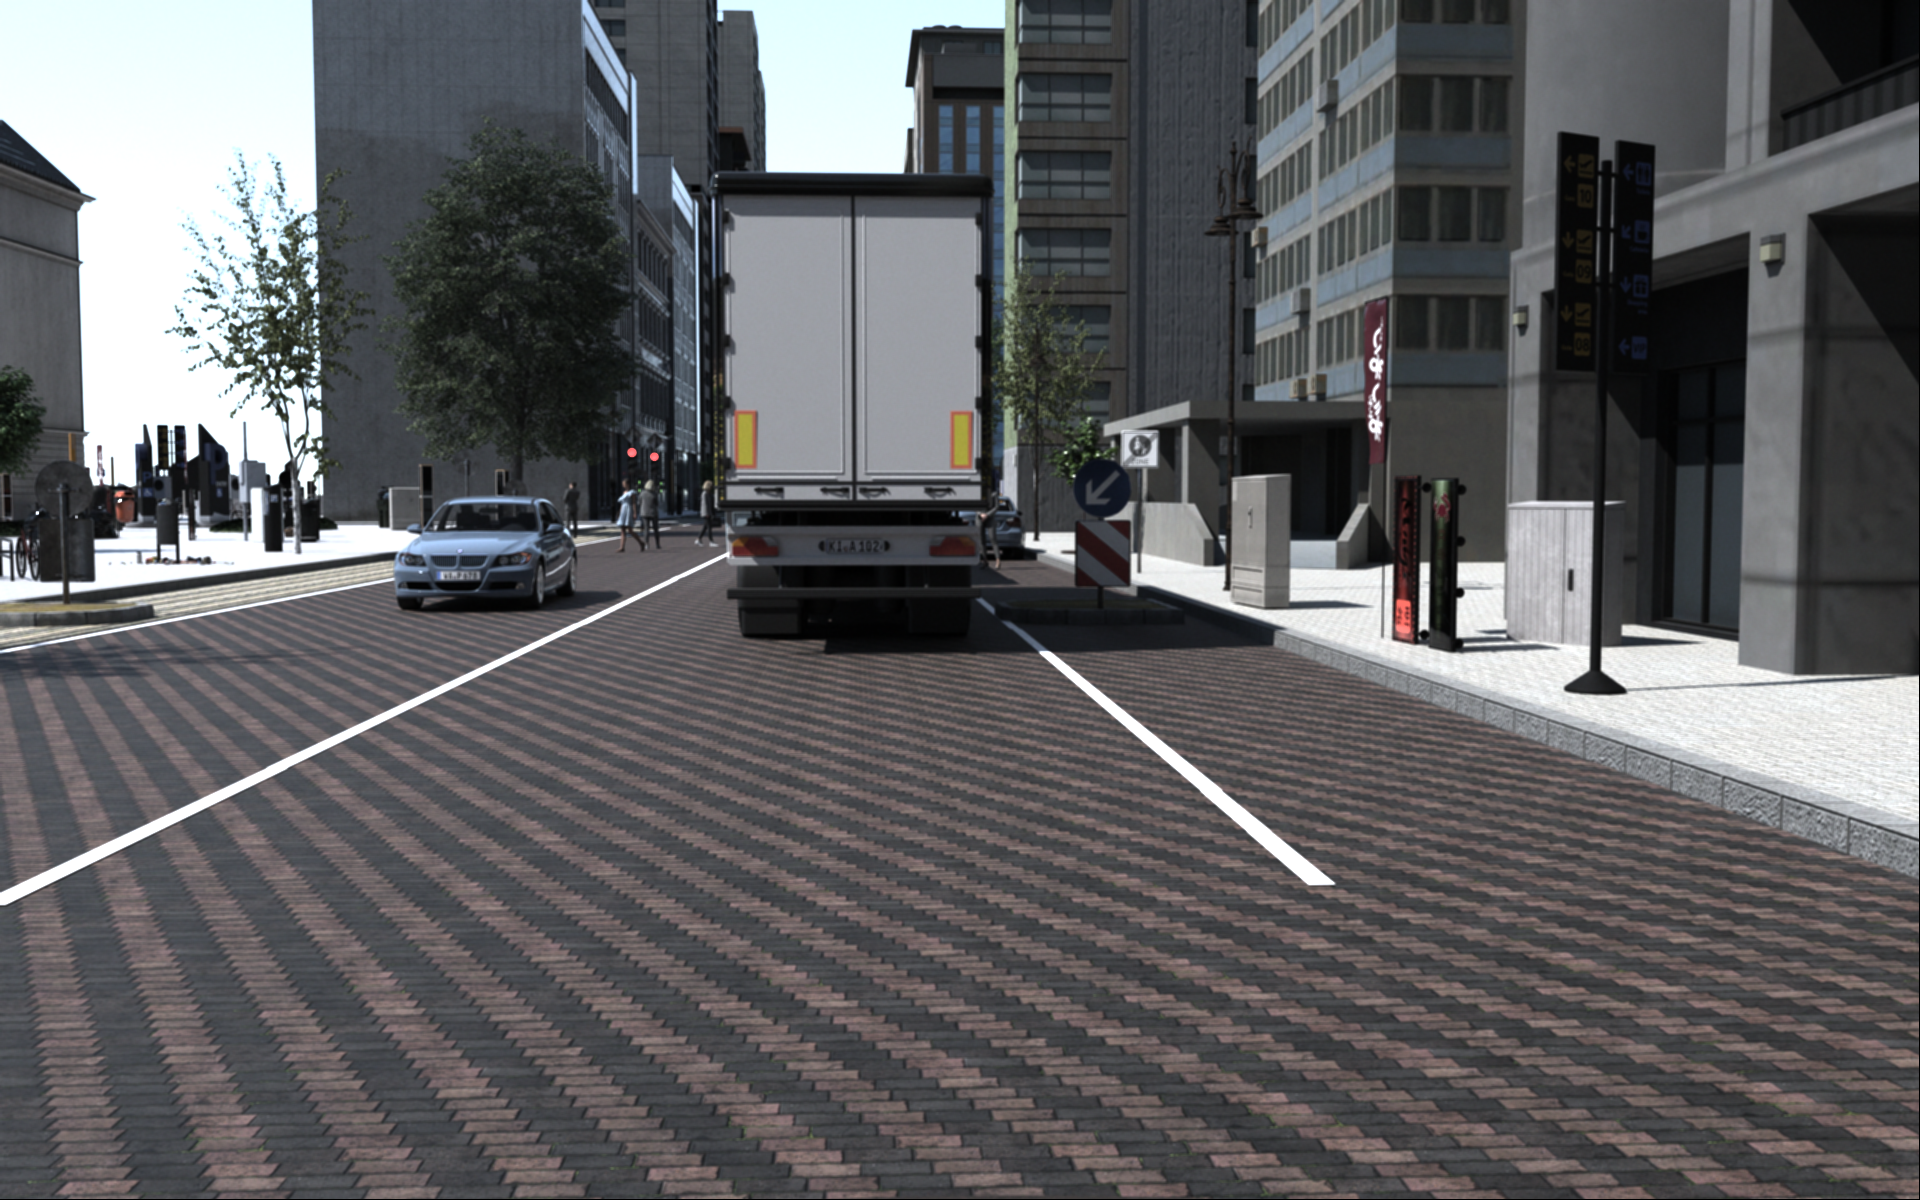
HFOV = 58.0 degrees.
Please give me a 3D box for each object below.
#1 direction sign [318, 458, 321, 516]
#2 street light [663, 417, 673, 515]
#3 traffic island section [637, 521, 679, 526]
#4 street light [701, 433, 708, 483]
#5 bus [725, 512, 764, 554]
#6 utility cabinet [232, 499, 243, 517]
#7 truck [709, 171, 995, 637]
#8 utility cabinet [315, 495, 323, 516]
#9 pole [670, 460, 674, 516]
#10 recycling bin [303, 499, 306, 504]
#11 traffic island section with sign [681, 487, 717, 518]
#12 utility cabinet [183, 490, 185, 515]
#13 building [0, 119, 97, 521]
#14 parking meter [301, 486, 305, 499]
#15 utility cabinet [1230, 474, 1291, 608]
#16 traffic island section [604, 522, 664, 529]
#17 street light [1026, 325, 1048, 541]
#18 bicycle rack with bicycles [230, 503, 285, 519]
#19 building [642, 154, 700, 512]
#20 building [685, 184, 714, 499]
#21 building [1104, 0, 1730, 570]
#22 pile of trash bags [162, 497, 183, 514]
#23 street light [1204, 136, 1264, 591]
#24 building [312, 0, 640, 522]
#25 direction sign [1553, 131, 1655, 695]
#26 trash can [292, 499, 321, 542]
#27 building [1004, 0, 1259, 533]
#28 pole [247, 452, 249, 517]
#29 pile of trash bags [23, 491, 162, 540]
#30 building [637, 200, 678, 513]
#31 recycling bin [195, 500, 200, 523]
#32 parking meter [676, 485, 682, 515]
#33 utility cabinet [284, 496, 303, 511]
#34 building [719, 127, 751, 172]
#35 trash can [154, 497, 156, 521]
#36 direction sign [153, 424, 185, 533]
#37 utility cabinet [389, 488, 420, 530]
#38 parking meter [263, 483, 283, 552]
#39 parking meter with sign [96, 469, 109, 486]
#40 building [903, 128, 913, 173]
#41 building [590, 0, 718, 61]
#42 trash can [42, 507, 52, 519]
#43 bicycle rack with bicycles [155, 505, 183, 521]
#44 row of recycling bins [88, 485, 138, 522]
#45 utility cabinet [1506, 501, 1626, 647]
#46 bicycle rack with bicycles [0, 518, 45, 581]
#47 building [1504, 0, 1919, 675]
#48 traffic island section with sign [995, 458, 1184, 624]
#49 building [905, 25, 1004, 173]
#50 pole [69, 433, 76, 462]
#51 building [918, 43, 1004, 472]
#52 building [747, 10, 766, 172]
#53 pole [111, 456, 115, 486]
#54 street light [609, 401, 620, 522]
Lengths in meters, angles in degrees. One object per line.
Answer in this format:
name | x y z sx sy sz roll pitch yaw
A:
direction sign | -30.958 -5.606 83.657 0.379 3.537 0.876 -1 4 -20
street light | -17.563 -8.039 104.223 0.468 5.910 1.993 0 4 -3
traffic island section | -13.952 -3.489 79.321 2.009 0.180 2.903 0 4 -3
street light | -18.988 -9.526 128.535 0.468 5.910 1.993 0 4 -3
bus | -2.647 -2.343 33.166 2.948 3.499 13.247 0 4 -3
utility cabinet | -40.638 -5.279 97.467 1.020 1.237 0.306 -1 4 -13
truck | -1.251 -1.946 20.731 2.839 4.237 11.283 0 4 -3
utility cabinet | -38.220 -5.624 103.106 1.020 1.237 0.306 -2 4 -24
pole | -17.137 -6.676 103.004 0.158 3.312 0.155 0 3 0
recycling bin | -37.332 -5.260 98.551 0.722 1.027 0.722 0 4 3
traffic island section with sign | -15.353 -5.707 101.938 1.989 1.847 2.006 0 4 -3
utility cabinet | -46.983 -5.937 105.748 0.318 1.500 1.173 0 4 5
building | -53.142 -13.330 82.577 19.286 19.102 10.561 0 4 -3
parking meter | -50.115 -7.712 131.796 0.399 1.863 0.255 1 4 10
utility cabinet | 3.412 -0.678 19.767 0.318 1.500 1.173 -1 4 -10
traffic island section | -13.462 -3.001 71.351 2.009 0.180 2.903 0 4 -3
street light | 2.098 -4.565 47.420 0.468 5.910 1.993 0 4 -3
bicycle rack with bicycles | -28.238 -3.428 69.425 2.925 0.926 2.852 0 4 8
building | -26.581 -19.109 130.456 12.078 24.808 19.932 0 4 -3
building | -29.655 -23.780 160.507 14.160 30.474 14.107 0 4 -3
building | 19.977 -21.131 37.380 32.217 40.220 23.993 0 4 -3
pile of trash bags | -51.296 -6.192 110.996 3.447 1.369 1.912 1 4 12
street light | 3.586 -3.063 22.869 0.468 5.910 1.993 0 4 -3
building | -23.776 -16.563 88.830 12.078 24.808 19.932 0 4 -3
direction sign | 4.122 -1.171 11.137 0.876 3.537 0.379 -2 4 -30
trash can | -17.378 -2.107 46.095 0.748 1.137 0.748 0 3 0
building | 8.487 -23.247 63.686 14.154 41.232 14.086 0 4 -3
pole | -34.624 -5.514 84.002 0.158 3.312 0.155 0 3 0
pile of trash bags | -25.111 -2.453 49.851 1.912 1.369 3.447 1 4 17
building | -24.677 -16.734 109.757 11.583 22.565 21.152 0 4 -3
recycling bin | -30.418 -3.517 70.058 0.722 1.027 0.722 1 4 9
parking meter | -17.211 -6.140 106.097 0.255 1.863 0.399 -2 4 -26
utility cabinet | -34.917 -4.870 90.784 1.020 1.237 0.306 1 4 21
building | -35.659 -33.481 202.034 22.147 44.769 28.867 0 4 -3
trash can | -36.772 -4.080 78.368 0.748 1.137 0.748 0 3 0
direction sign | -25.761 -3.955 56.658 0.876 3.537 0.379 -3 5 -39
utility cabinet | -19.336 -3.177 60.621 1.173 1.500 0.318 -2 4 -35
parking meter | -15.294 -1.844 38.554 0.372 1.533 0.369 0 3 0
parking meter with sign | -59.493 -7.597 120.469 0.543 3.016 1.738 -1 4 -12
building | 3.705 -36.435 219.414 21.300 48.544 21.600 0 4 -3
building | -32.961 -45.148 176.421 20.563 71.187 20.611 0 4 -3
trash can | -40.998 -4.060 78.033 0.748 1.137 0.748 0 3 0
bicycle rack with bicycles | -39.181 -4.269 83.184 2.925 0.926 2.852 3 4 36
row of recycling bins | -38.411 -4.393 78.933 1.069 1.692 3.534 1 4 11
utility cabinet | 5.205 -0.231 14.941 0.306 1.237 1.020 -2 4 -31
bicycle rack with bicycles | -15.165 -0.769 25.949 2.852 0.926 2.925 -2 4 -32
building | 16.377 -34.719 5.913 20.563 71.187 20.611 0 4 -3
traffic island section with sign | 1.428 -0.697 20.020 1.989 1.847 2.006 0 4 -3
building | 8.591 -37.052 195.037 28.713 52.752 27.495 0 4 -3
pole | -29.838 -3.942 58.289 0.158 3.312 0.155 0 3 0
building | 2.956 -32.047 174.072 14.600 45.320 14.200 0 4 -3
building | -38.445 -50.361 261.648 20.563 71.187 20.611 0 4 -3
pole | -45.607 -6.080 93.257 0.158 3.312 0.155 0 3 0
street light | -15.927 -6.538 79.686 0.468 5.910 1.993 0 4 -3
